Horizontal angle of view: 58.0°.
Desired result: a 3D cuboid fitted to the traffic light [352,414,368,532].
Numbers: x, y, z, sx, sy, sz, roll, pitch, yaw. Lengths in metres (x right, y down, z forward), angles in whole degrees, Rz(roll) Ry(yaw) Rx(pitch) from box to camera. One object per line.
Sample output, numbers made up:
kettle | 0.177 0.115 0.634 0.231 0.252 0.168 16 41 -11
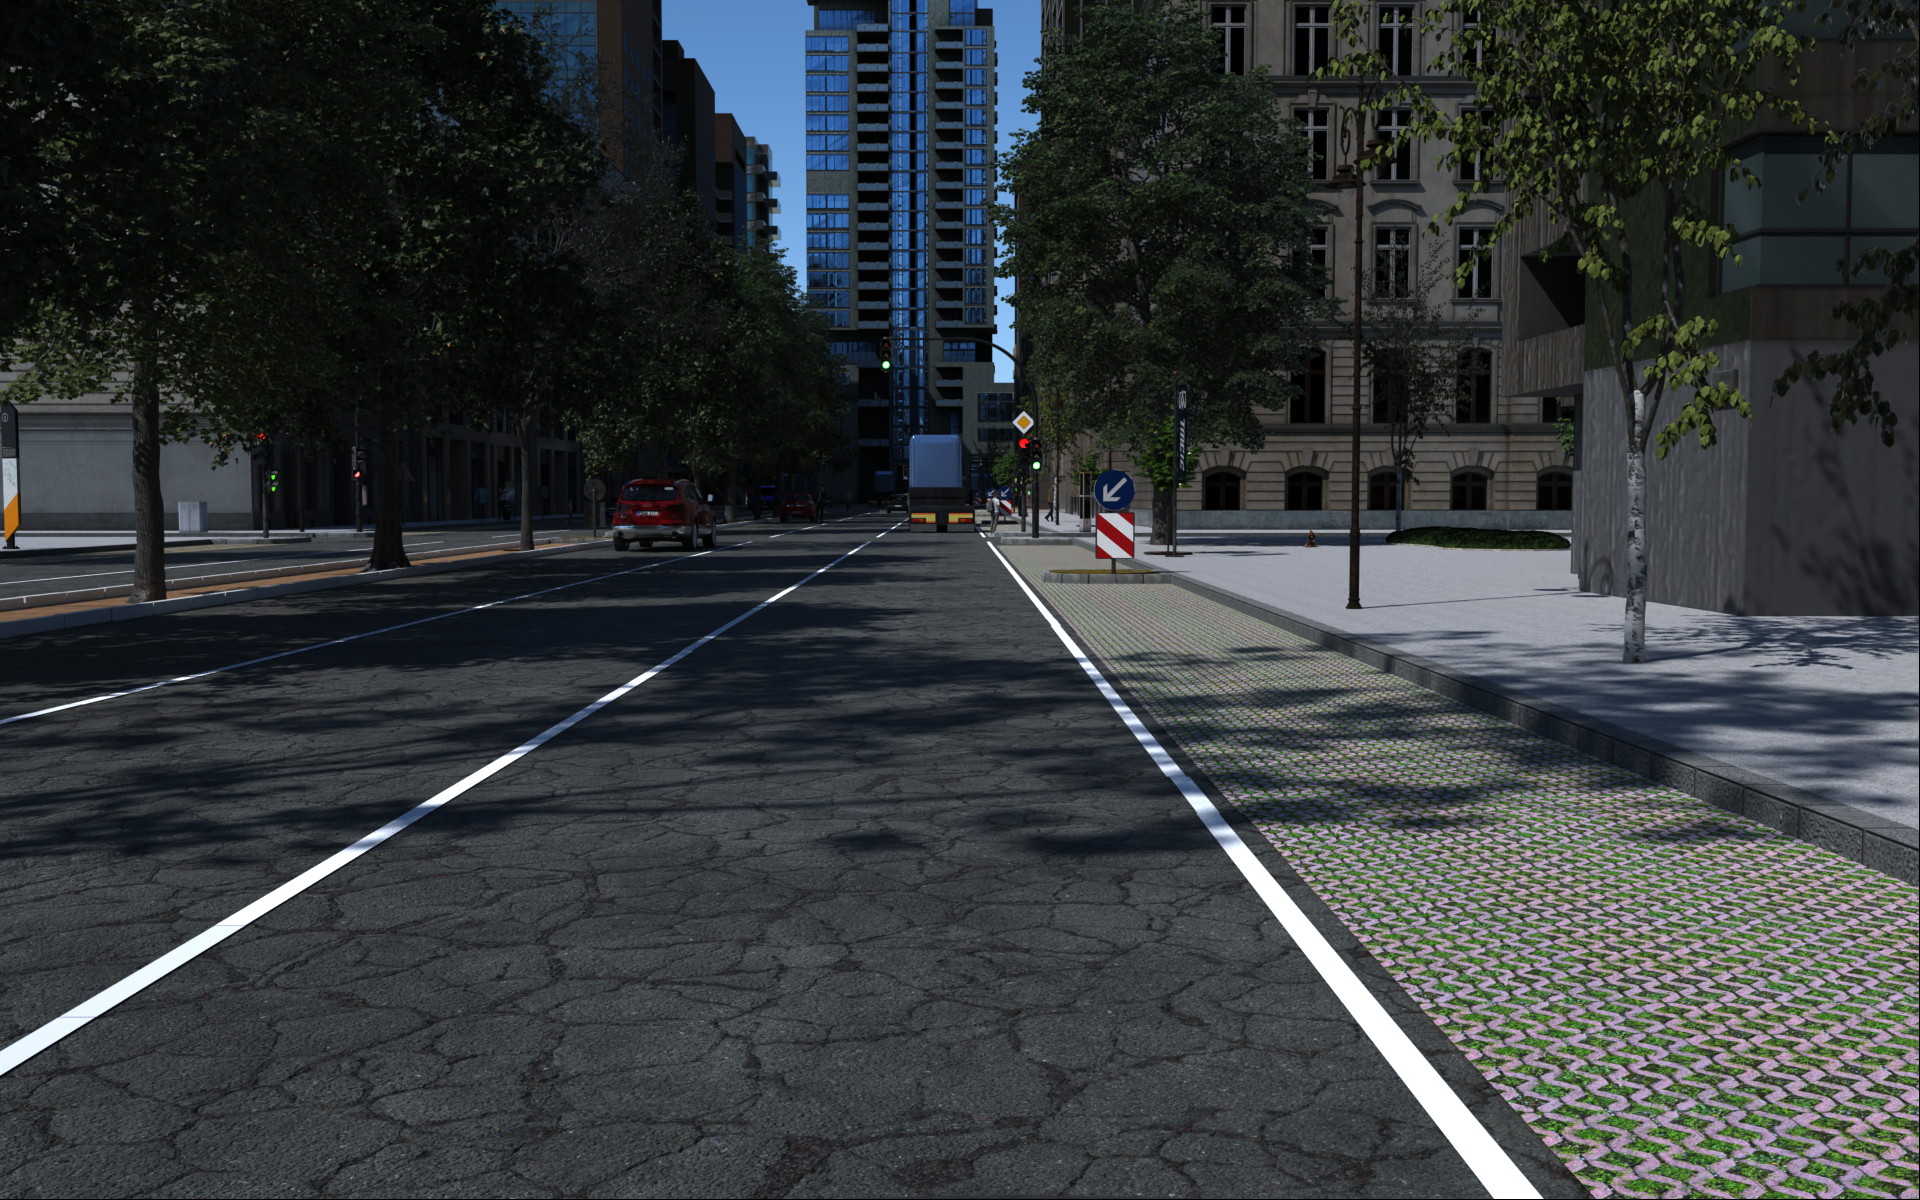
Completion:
traffic light | -18.139 -5.117 58.329 4.771 5.953 1.251 0 4 0

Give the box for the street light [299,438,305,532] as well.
street light | -22.290 -5.243 58.513 0.468 5.910 1.993 0 4 0

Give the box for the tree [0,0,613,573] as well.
tree | -10.413 -6.843 31.348 9.611 12.733 9.660 0 3 0

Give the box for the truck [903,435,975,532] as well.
truck | -0.932 -5.082 72.853 2.967 4.110 18.799 0 4 -2

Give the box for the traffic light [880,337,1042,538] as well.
traffic light | 0.087 -4.625 50.292 4.771 5.953 1.251 0 4 0

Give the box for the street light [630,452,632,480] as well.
street light | -22.698 -8.974 119.517 0.468 5.910 1.993 0 4 0

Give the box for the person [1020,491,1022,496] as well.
person | 4.308 -6.815 118.012 0.519 1.759 0.362 1 4 17

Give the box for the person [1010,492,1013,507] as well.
person | 4.895 -9.834 167.382 0.990 1.755 0.434 -3 5 -40

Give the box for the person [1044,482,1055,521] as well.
person | 4.281 -4.597 81.115 0.656 1.842 0.836 3 5 44

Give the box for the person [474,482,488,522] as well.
person | -22.213 -4.550 80.449 0.620 1.820 0.660 3 4 36

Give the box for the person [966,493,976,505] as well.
person | 1.255 -11.309 193.544 1.348 1.807 0.705 -1 4 -10

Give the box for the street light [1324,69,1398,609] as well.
street light | 4.412 -2.840 19.217 0.468 5.910 1.993 0 4 0

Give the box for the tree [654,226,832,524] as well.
tree | -11.091 -10.637 83.029 9.857 13.997 8.962 0 3 0

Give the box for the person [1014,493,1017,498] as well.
person | 5.476 -10.187 175.832 0.697 1.427 0.421 1 4 15

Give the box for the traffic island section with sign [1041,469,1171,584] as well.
traffic island section with sign | 2.352 -1.208 28.382 1.989 1.847 2.006 0 4 0

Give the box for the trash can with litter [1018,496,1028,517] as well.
trash can with litter | 3.648 -5.308 98.165 0.624 1.170 1.055 -1 4 -15

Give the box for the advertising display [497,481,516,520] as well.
advertising display | -22.129 -4.851 84.529 0.123 1.923 0.974 3 5 40

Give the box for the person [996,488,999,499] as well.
person | 3.330 -9.137 155.065 0.705 1.869 1.348 0 4 2

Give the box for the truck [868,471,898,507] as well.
truck | -8.762 -12.586 195.533 2.967 4.110 18.799 0 4 0

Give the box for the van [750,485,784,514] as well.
van | -13.954 -7.441 126.039 2.240 2.365 5.245 0 4 -1

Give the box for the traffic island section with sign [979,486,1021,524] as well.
traffic island section with sign | 2.030 -4.558 83.144 1.989 1.847 2.006 0 4 0

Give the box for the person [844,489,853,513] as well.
person | -8.556 -7.573 132.330 0.660 1.820 0.620 -3 5 -44

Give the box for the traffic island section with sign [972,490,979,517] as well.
traffic island section with sign | 1.861 -6.206 110.098 1.989 1.847 2.006 0 4 0

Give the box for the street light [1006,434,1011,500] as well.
street light | 3.712 -9.813 133.237 0.468 5.910 1.993 0 4 0

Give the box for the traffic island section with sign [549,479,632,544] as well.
traffic island section with sign | -10.828 -2.605 50.721 2.006 1.907 1.989 0 4 0

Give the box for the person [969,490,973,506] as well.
person | 1.104 -10.103 173.318 0.705 1.869 1.348 0 4 -5

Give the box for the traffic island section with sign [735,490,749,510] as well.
traffic island section with sign | -20.559 -9.299 160.661 1.989 1.847 2.006 0 4 0

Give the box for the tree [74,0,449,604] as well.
tree | -10.718 -6.247 22.718 7.486 12.596 7.792 0 3 0

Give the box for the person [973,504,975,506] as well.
person | 1.698 -12.319 210.720 0.742 1.727 0.445 -1 4 -19

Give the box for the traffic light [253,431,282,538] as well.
traffic light | -20.182 -3.754 50.296 0.839 4.253 0.868 0 4 0

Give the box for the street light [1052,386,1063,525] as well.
street light | 4.043 -6.041 71.560 0.468 5.910 1.993 0 4 0

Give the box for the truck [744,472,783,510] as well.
truck | -17.876 -10.387 158.739 2.839 4.237 11.283 0 4 -1

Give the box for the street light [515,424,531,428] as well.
street light | -22.409 -7.109 89.015 0.468 5.910 1.993 0 4 0

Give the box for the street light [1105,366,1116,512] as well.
street light | 4.324 -4.712 49.830 0.468 5.910 1.993 0 4 0

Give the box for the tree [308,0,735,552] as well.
tree | -10.781 -7.945 42.728 12.009 13.543 11.850 0 3 0

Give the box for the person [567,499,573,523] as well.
person | -19.289 -4.398 85.426 0.382 1.210 0.505 -2 4 -28

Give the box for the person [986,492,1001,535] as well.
person | 1.178 -3.013 60.361 0.503 1.515 0.523 0 4 6

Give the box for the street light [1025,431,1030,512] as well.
street light | 3.906 -7.909 102.093 0.468 5.910 1.993 0 4 0

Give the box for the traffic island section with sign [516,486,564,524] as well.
traffic island section with sign | -20.089 -4.550 83.021 1.989 1.847 2.006 0 4 0

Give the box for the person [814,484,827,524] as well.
person | -6.758 -4.656 83.996 0.648 1.900 0.474 -1 4 -8

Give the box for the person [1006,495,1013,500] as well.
person | 4.152 -8.885 151.452 1.348 1.807 0.705 3 4 39

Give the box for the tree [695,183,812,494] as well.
tree | -10.617 -8.692 61.587 9.611 12.733 9.660 0 3 0

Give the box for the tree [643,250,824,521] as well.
tree | -11.016 -8.837 72.690 9.928 11.665 9.643 0 3 0

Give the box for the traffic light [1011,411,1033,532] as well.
traffic light | 2.131 -4.251 58.431 0.839 4.253 0.868 0 4 0

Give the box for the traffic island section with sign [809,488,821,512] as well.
traffic island section with sign | -11.325 -7.653 133.265 2.006 1.907 1.989 0 4 0
